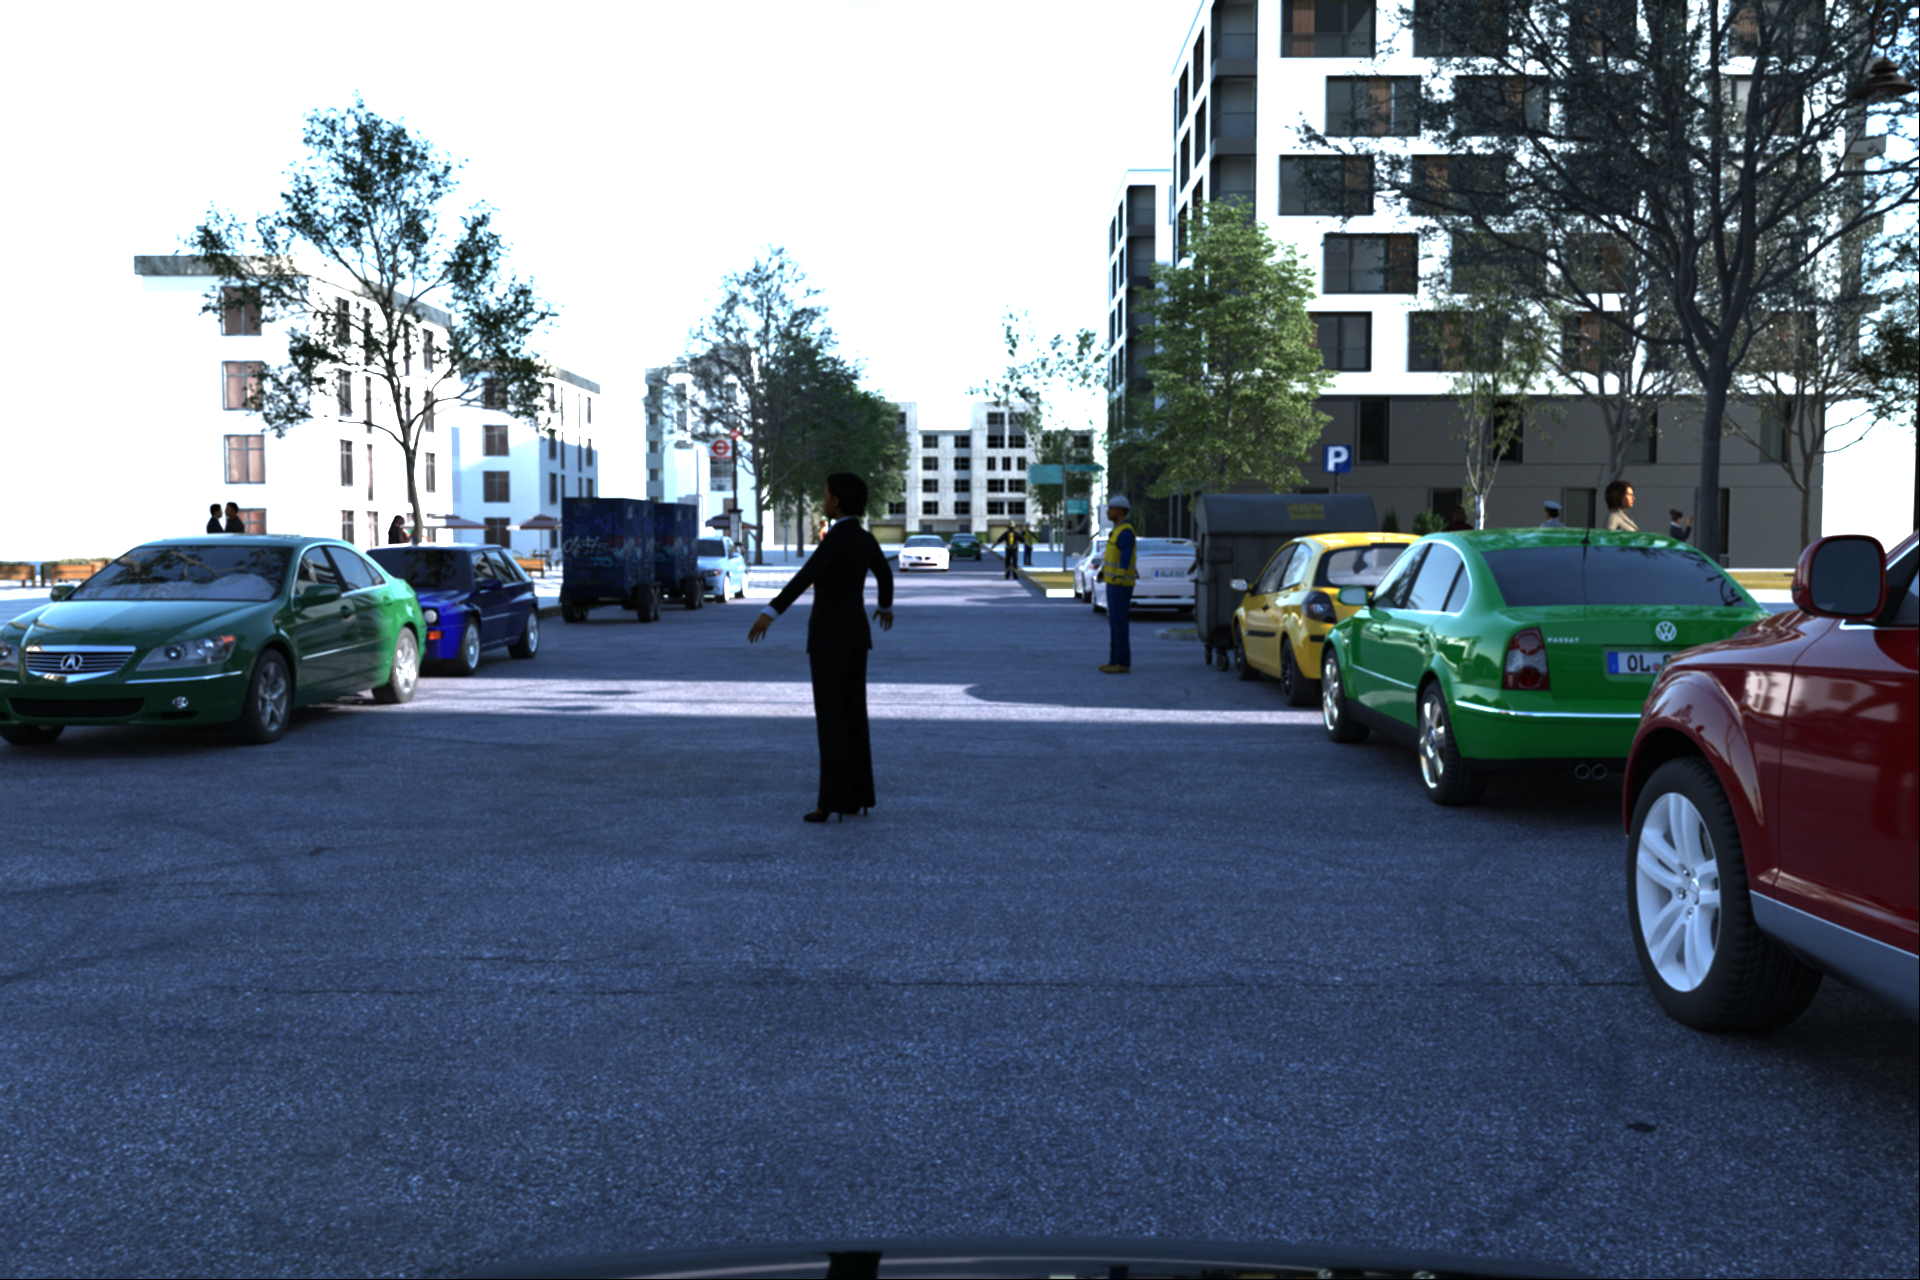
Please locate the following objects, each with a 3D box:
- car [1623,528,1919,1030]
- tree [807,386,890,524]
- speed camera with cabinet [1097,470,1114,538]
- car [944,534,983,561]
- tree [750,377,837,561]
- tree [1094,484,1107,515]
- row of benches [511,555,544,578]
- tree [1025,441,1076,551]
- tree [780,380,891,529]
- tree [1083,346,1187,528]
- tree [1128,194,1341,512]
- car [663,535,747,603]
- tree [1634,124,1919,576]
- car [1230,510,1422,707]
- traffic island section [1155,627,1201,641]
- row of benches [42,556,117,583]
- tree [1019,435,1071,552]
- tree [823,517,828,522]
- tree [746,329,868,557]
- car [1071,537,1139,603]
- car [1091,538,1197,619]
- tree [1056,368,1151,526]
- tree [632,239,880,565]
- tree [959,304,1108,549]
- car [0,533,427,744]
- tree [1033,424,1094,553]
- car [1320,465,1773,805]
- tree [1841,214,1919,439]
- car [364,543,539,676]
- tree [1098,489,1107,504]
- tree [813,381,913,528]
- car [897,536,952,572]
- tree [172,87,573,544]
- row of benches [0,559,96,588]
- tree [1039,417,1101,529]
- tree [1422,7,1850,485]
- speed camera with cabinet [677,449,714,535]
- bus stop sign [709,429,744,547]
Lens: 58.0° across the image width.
[{"bbox_3d":[3.108,0.321,3.417,2.281,1.827,5.304,0,4,-1],"label":"car"},{"bbox_3d":[-8.855,-13.069,131.811,7.486,12.596,7.792,0,3,0],"label":"tree"},{"bbox_3d":[4.618,-3.601,53.206,0.660,3.252,2.038,0,4,-1],"label":"speed camera with cabinet"},{"bbox_3d":[0.206,-5.030,94.034,2.131,1.459,4.920,0,4,-1],"label":"car"},{"bbox_3d":[-8.380,-7.980,80.843,4.360,8.622,3.978,0,3,0],"label":"tree"},{"bbox_3d":[20.393,-17.501,236.510,4.360,8.622,3.978,0,3,0],"label":"tree"},{"bbox_3d":[-13.772,-2.093,49.682,1.422,0.672,4.104,3,4,38],"label":"row of benches"},{"bbox_3d":[7.007,-11.212,133.685,4.737,8.622,4.395,0,3,0],"label":"tree"},{"bbox_3d":[-8.172,-11.227,109.321,9.928,11.665,9.643,0,3,0],"label":"tree"},{"bbox_3d":[6.644,-7.200,68.079,4.360,8.622,3.978,0,3,0],"label":"tree"},{"bbox_3d":[9.200,-8.587,58.528,7.486,12.596,7.792,0,3,0],"label":"tree"},{"bbox_3d":[-5.668,-1.553,37.393,2.014,1.417,4.499,0,4,1],"label":"car"},{"bbox_3d":[25.781,-8.704,52.688,12.009,13.543,11.850,0,3,0],"label":"tree"},{"bbox_3d":[3.558,-0.341,15.796,2.015,1.641,3.980,0,4,0],"label":"car"},{"bbox_3d":[3.736,-0.073,24.055,1.991,0.108,1.994,0,4,1],"label":"traffic island section"},{"bbox_3d":[-24.012,-1.965,47.593,1.422,0.672,4.104,0,4,-5],"label":"row of benches"},{"bbox_3d":[6.555,-10.750,126.129,4.737,8.622,4.395,0,3,0],"label":"tree"},{"bbox_3d":[-20.050,-19.313,233.899,7.486,12.596,7.792,0,3,0],"label":"tree"},{"bbox_3d":[-8.565,-10.861,95.703,7.486,12.596,7.792,0,3,0],"label":"tree"},{"bbox_3d":[3.488,-1.540,37.538,2.083,1.381,4.827,0,3,0],"label":"car"},{"bbox_3d":[3.368,-1.094,30.248,2.083,1.381,4.827,0,4,-1],"label":"car"},{"bbox_3d":[6.821,-7.718,76.559,4.360,8.622,3.978,0,3,0],"label":"tree"},{"bbox_3d":[-8.214,-9.852,71.448,12.009,13.543,11.850,0,3,0],"label":"tree"},{"bbox_3d":[6.252,-17.637,144.258,12.611,20.169,13.585,0,3,0],"label":"tree"},{"bbox_3d":[-5.592,-0.093,13.315,2.131,1.459,4.920,0,4,0],"label":"car"},{"bbox_3d":[6.912,-10.152,116.346,4.737,8.622,4.395,0,3,0],"label":"tree"},{"bbox_3d":[3.399,-0.105,10.505,1.959,1.807,4.718,0,4,1],"label":"car"},{"bbox_3d":[24.665,-6.509,40.835,7.601,10.594,8.767,0,4,3],"label":"tree"},{"bbox_3d":[-5.775,-0.374,18.690,1.945,1.354,3.894,0,3,0],"label":"car"},{"bbox_3d":[20.565,-17.245,232.318,4.737,8.622,4.395,0,3,0],"label":"tree"},{"bbox_3d":[-8.467,-14.628,145.828,9.857,13.997,8.962,0,3,0],"label":"tree"},{"bbox_3d":[-1.364,-3.312,66.512,2.083,1.381,4.827,0,3,0],"label":"car"},{"bbox_3d":[-11.714,-6.254,36.667,7.601,10.594,8.767,1,4,21],"label":"tree"},{"bbox_3d":[-22.668,-1.583,41.349,1.422,0.672,4.104,3,4,39],"label":"row of benches"},{"bbox_3d":[7.029,-9.671,108.490,4.360,8.622,3.978,0,3,0],"label":"tree"},{"bbox_3d":[15.587,-7.977,40.786,12.009,13.543,11.850,0,3,0],"label":"tree"},{"bbox_3d":[-6.264,-2.854,40.999,0.660,3.252,2.038,0,4,0],"label":"speed camera with cabinet"},{"bbox_3d":[-5.954,-3.394,44.190,0.855,3.939,0.416,0,4,2],"label":"bus stop sign"}]
